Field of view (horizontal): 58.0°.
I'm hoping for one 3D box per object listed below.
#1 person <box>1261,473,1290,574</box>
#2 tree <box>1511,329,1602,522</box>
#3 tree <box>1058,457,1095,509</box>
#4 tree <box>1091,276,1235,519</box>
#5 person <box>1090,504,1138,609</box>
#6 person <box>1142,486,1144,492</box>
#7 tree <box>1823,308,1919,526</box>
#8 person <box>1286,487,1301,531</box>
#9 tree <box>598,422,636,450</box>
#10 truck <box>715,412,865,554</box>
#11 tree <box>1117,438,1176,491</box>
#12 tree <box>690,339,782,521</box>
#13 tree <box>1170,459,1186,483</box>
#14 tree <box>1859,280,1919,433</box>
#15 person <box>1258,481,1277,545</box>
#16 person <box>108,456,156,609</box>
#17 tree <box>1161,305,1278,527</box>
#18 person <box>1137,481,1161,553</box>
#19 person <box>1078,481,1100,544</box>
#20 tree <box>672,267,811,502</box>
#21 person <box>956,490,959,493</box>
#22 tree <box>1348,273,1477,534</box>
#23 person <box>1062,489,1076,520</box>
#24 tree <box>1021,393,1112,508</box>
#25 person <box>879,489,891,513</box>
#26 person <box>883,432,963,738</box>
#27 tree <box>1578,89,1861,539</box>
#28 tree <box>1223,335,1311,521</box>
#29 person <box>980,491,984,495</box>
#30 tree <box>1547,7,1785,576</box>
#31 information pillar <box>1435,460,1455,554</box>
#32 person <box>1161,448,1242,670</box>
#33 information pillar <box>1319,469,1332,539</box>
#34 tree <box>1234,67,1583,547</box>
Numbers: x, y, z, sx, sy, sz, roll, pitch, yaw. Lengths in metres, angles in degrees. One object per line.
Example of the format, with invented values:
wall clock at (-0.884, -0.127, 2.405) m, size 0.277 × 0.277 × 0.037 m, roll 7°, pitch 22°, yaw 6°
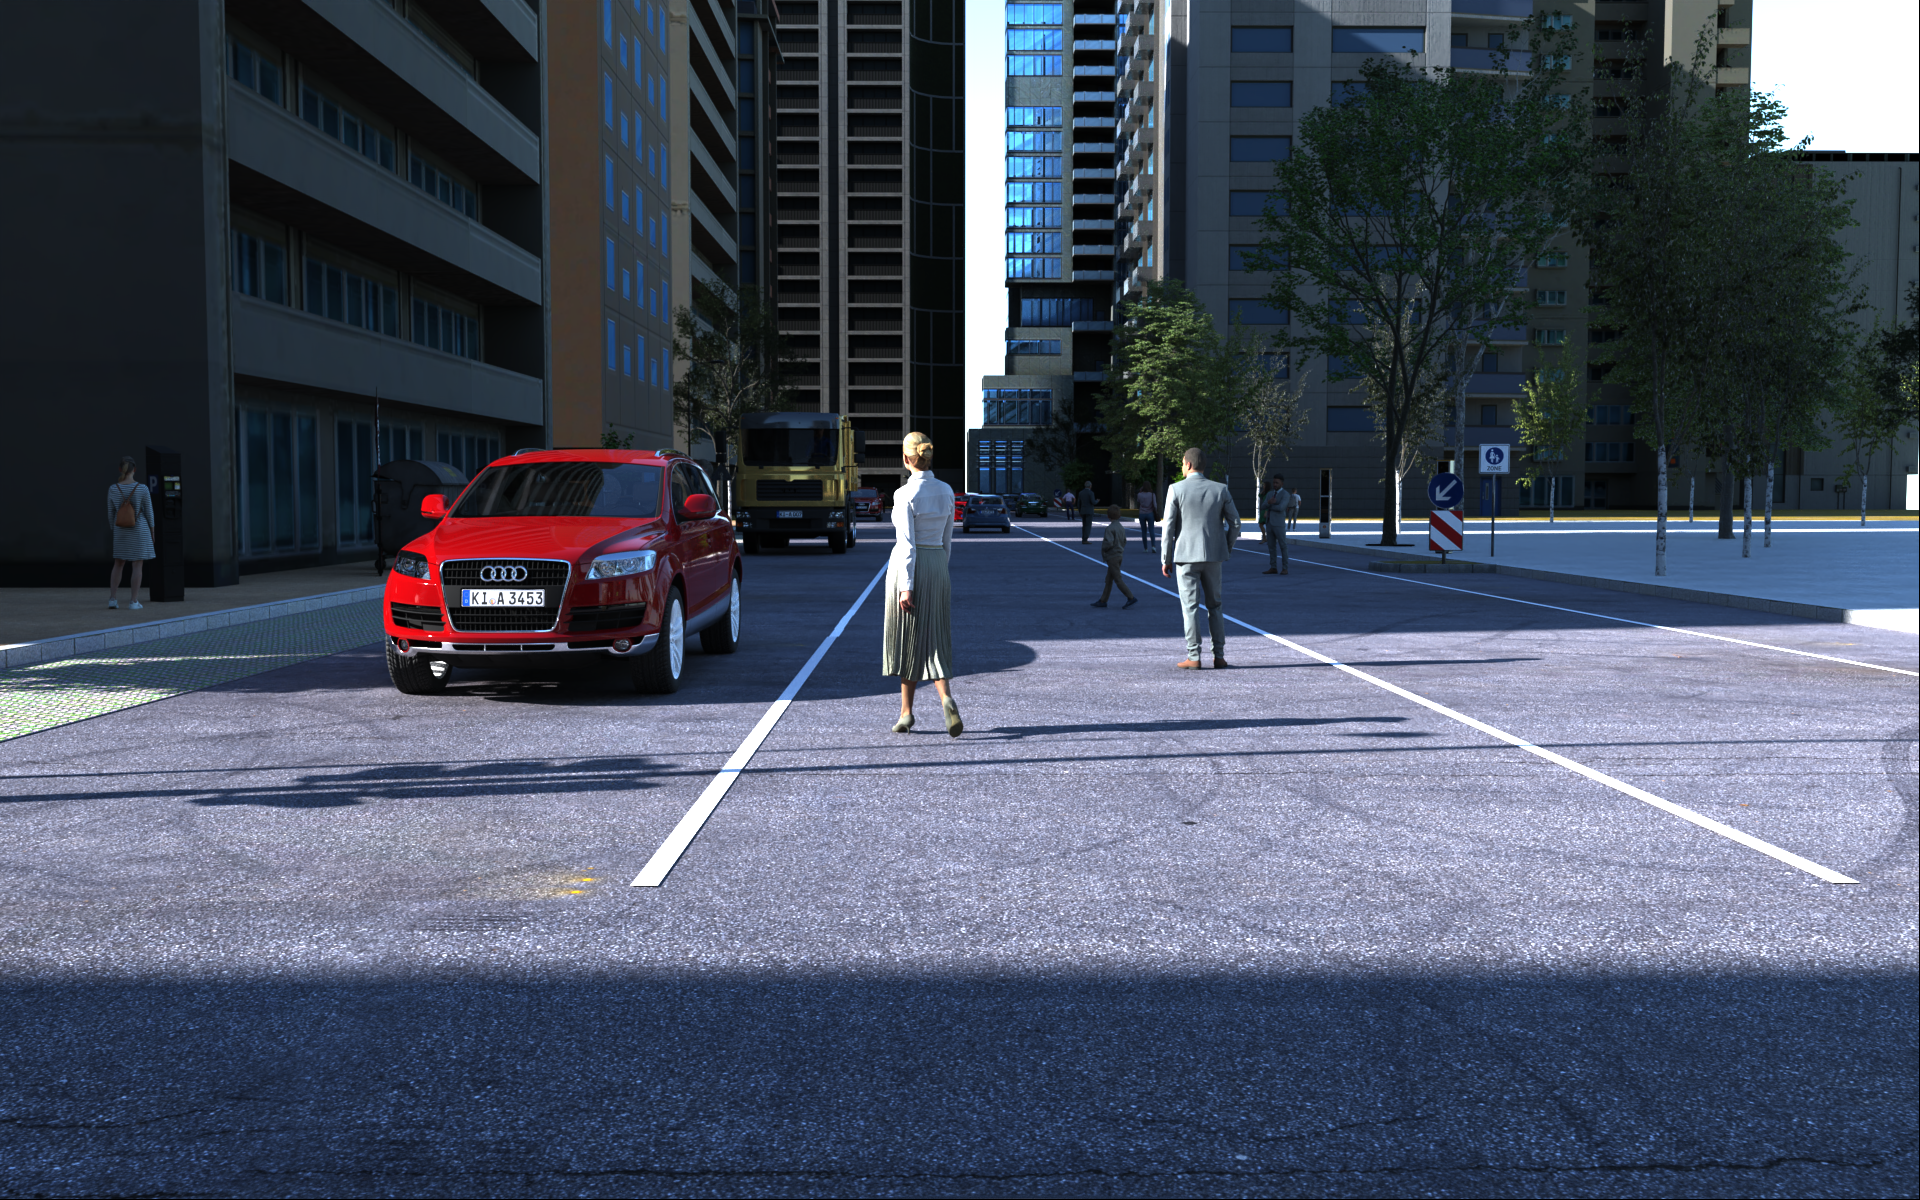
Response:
person at (5.624, -1.362, 30.955) m, size 0.511 × 1.800 × 0.466 m, roll 3°, pitch 4°, yaw 37°
tree at (26.879, -7.833, 78.426) m, size 4.737 × 8.622 × 4.395 m, roll 0°, pitch 3°, yaw 0°
tree at (10.277, -10.340, 152.771) m, size 4.285 × 4.588 × 4.351 m, roll 0°, pitch 3°, yaw 0°
tree at (10.884, -10.543, 90.502) m, size 7.486 × 12.596 × 7.792 m, roll 0°, pitch 3°, yaw 0°
person at (1.921, -0.541, 21.622) m, size 0.640 × 1.303 × 0.475 m, roll 1°, pitch 4°, yaw 19°
person at (10.307, -5.495, 96.603) m, size 0.721 × 1.735 × 1.217 m, roll -1°, pitch 4°, yaw -15°
tree at (36.572, -7.293, 69.600) m, size 4.737 × 8.622 × 4.395 m, roll 0°, pitch 3°, yaw 0°
person at (11.530, -3.145, 60.066) m, size 0.503 × 1.515 × 0.523 m, roll -2°, pitch 4°, yaw -28°
tree at (-9.406, -3.188, 46.727) m, size 1.663 × 3.219 × 1.824 m, roll 0°, pitch 3°, yaw 0°
truck at (-4.022, -2.928, 43.789) m, size 3.469 × 3.379 × 9.791 m, roll 0°, pitch 4°, yaw -1°
tree at (10.747, -7.093, 99.685) m, size 4.285 × 4.588 × 4.351 m, roll 0°, pitch 3°, yaw 0°
tree at (-10.281, -7.848, 78.678) m, size 4.360 × 8.622 × 3.978 m, roll 0°, pitch 3°, yaw 0°
tree at (10.843, -5.386, 82.661) m, size 1.663 × 3.219 × 1.824 m, roll 0°, pitch 3°, yaw 0°
tree at (32.280, -7.334, 54.317) m, size 8.767 × 10.594 × 7.601 m, roll -1°, pitch 4°, yaw -13°
person at (8.718, -2.465, 49.057) m, size 0.529 × 1.795 × 0.600 m, roll 0°, pitch 4°, yaw 1°
person at (-9.248, -0.748, 19.284) m, size 0.512 × 1.701 × 0.522 m, roll -1°, pitch 4°, yaw -19°
tree at (10.083, -7.132, 66.963) m, size 4.737 × 8.622 × 4.395 m, roll 0°, pitch 3°, yaw 0°
person at (4.614, -2.034, 42.347) m, size 0.593 × 1.750 × 0.643 m, roll 1°, pitch 4°, yaw 10°
person at (3.698, -2.504, 49.613) m, size 0.590 × 1.801 × 0.661 m, roll -3°, pitch 5°, yaw -45°
tree at (-10.170, -8.416, 72.015) m, size 8.767 × 10.594 × 7.601 m, roll 0°, pitch 4°, yaw 3°
person at (-0.212, -7.774, 136.267) m, size 0.551 × 1.740 × 0.621 m, roll -1°, pitch 4°, yaw -22°
tree at (14.230, -6.440, 55.657) m, size 4.360 × 8.622 × 3.978 m, roll 0°, pitch 3°, yaw 0°
person at (6.042, -5.281, 95.789) m, size 0.756 × 1.711 × 0.436 m, roll 1°, pitch 4°, yaw 20°
tree at (9.802, -13.801, 160.054) m, size 8.767 × 10.594 × 7.601 m, roll 0°, pitch 4°, yaw 3°
person at (-5.847, -7.470, 130.644) m, size 1.348 × 1.823 × 0.705 m, roll 0°, pitch 4°, yaw -4°
person at (-0.194, -0.092, 10.227) m, size 0.478 × 1.798 × 0.641 m, roll -2°, pitch 4°, yaw -29°
tree at (21.654, -8.040, 49.584) m, size 7.486 × 12.596 × 7.792 m, roll 0°, pitch 3°, yaw 0°
tree at (14.242, -8.002, 81.188) m, size 4.360 × 8.622 × 3.978 m, roll 0°, pitch 3°, yaw 0°
person at (1.891, -8.641, 150.603) m, size 1.217 × 1.723 × 0.721 m, roll 1°, pitch 4°, yaw 20°
tree at (11.149, -4.672, 26.756) m, size 4.360 × 8.622 × 3.978 m, roll 0°, pitch 3°, yaw 0°
information pillar at (10.460, -2.011, 37.375) m, size 0.304 × 2.012 × 0.304 m, roll 2°, pitch 4°, yaw 33°
person at (1.964, -0.343, 14.202) m, size 0.635 × 1.810 × 0.391 m, roll -1°, pitch 4°, yaw -18°
information pillar at (10.568, -2.787, 50.062) m, size 0.304 × 2.012 × 0.304 m, roll 1°, pitch 4°, yaw 21°
tree at (10.759, -7.132, 42.358) m, size 9.928 × 11.665 × 9.643 m, roll 0°, pitch 3°, yaw 0°
